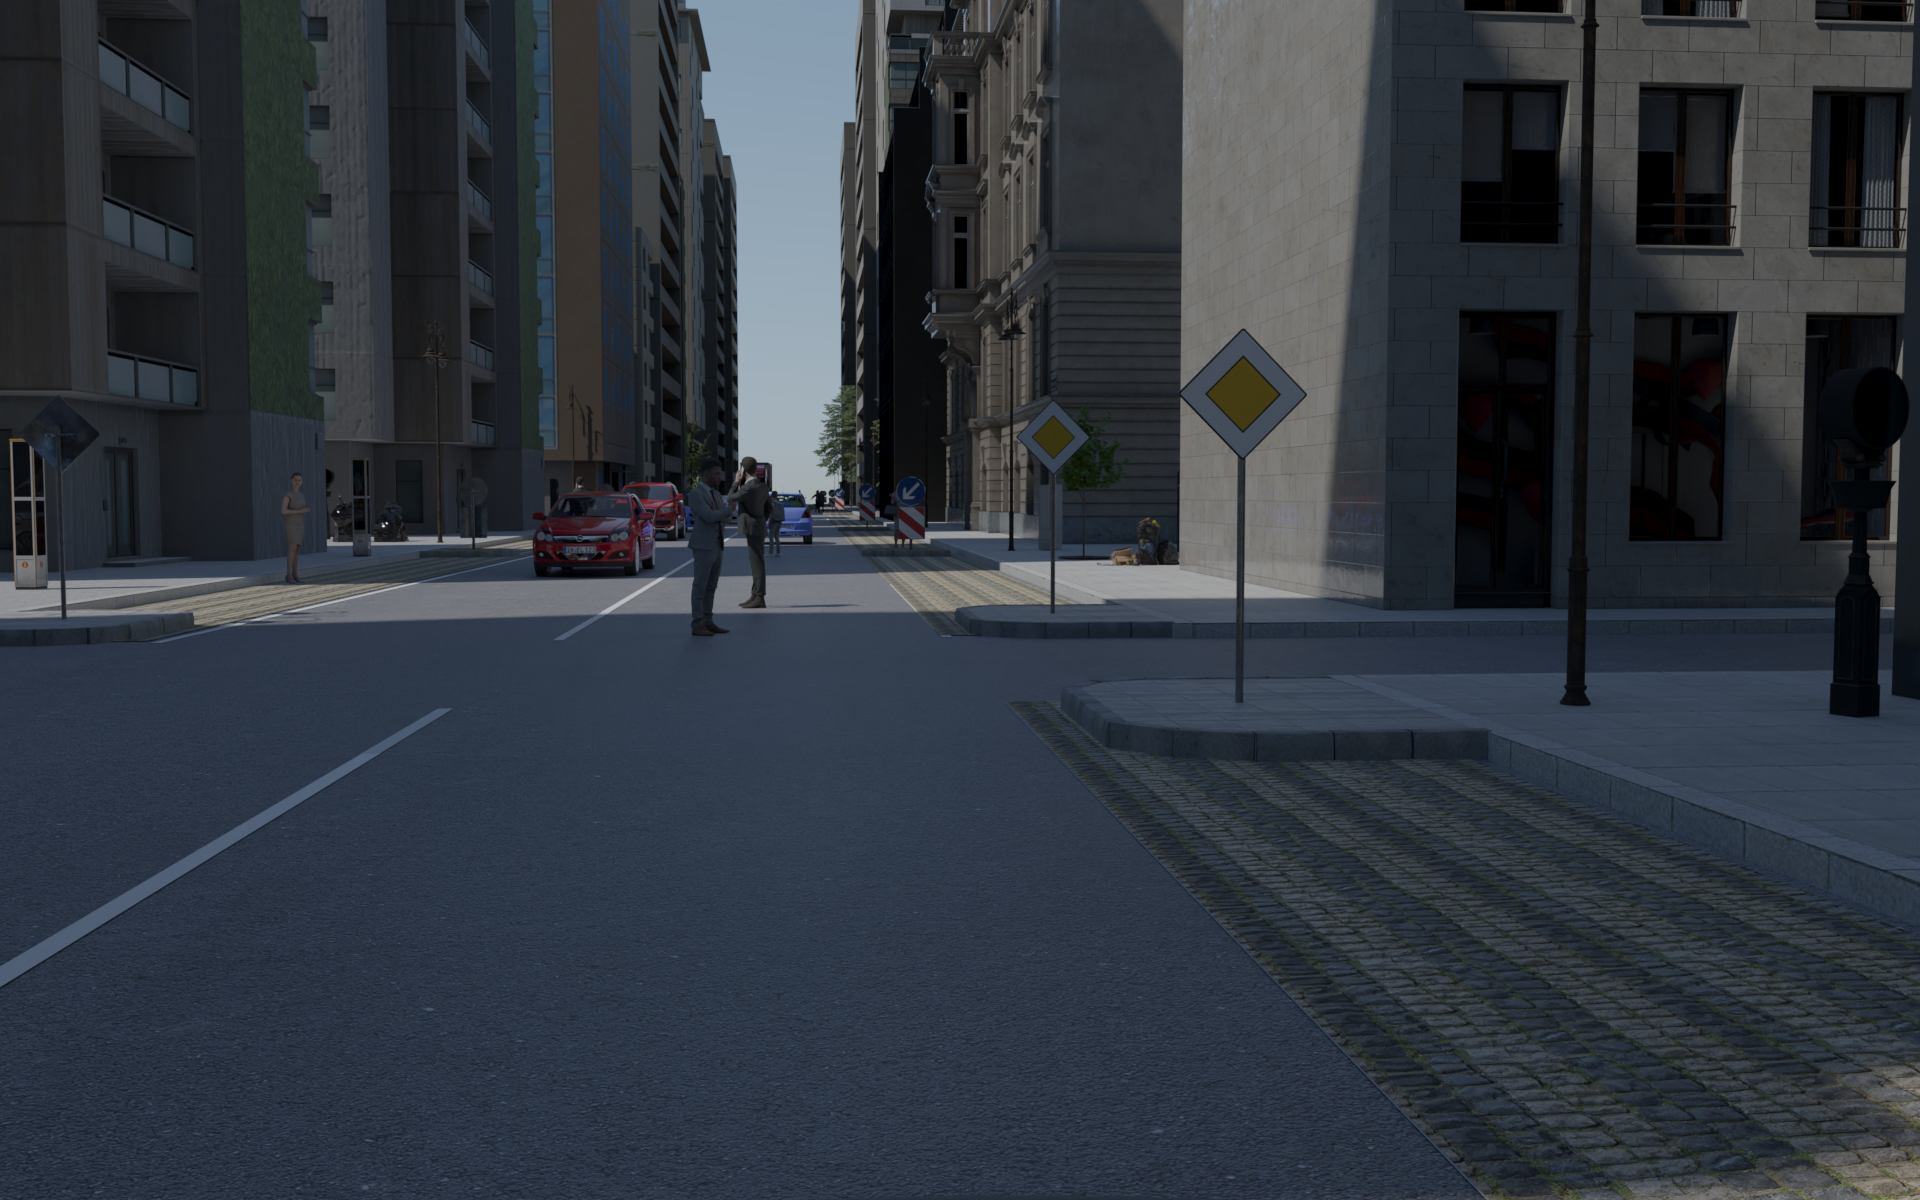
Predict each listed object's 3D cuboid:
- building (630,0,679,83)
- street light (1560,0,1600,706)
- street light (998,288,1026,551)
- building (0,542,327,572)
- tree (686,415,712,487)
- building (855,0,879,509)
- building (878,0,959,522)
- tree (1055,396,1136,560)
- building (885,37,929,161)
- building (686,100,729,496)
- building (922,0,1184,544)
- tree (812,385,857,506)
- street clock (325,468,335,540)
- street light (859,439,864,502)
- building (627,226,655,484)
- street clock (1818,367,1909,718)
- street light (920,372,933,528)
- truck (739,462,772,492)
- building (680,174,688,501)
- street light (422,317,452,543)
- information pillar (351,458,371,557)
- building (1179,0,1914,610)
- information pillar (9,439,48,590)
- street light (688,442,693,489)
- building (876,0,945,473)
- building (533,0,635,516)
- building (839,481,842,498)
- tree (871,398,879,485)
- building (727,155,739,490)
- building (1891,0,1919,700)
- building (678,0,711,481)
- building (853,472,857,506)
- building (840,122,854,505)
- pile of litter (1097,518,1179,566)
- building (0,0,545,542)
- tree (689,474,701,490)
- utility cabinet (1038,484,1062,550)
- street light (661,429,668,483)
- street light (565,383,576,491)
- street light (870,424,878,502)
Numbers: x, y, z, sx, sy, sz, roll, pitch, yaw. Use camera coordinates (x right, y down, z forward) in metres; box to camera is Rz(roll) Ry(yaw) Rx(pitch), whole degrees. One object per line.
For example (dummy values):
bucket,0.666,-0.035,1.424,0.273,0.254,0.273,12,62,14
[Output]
building,-32.522,-30.970,130.068,21.300,48.544,21.600,0,4,-5
street light,3.752,-2.299,10.383,0.468,5.910,1.993,0,4,-5
street light,1.159,-4.047,38.951,0.468,5.910,1.993,0,4,-5
building,-20.383,-21.166,29.661,14.154,41.232,14.086,0,4,-5
tree,-25.411,-12.978,162.548,4.737,8.622,4.395,0,3,0
building,1.430,-32.740,159.004,21.300,48.544,21.600,0,4,-5
building,2.444,-15.694,86.282,12.332,23.373,15.834,0,4,-5
tree,2.355,-2.410,34.008,1.663,3.219,1.824,0,3,0
building,2.018,-20.945,114.159,14.160,30.474,14.107,0,4,-5
building,-40.163,-36.032,212.830,21.300,48.544,21.600,0,4,-5
building,6.019,-14.783,60.786,14.460,24.649,34.723,0,4,-5
tree,-11.555,-16.067,180.828,7.486,12.596,7.792,0,3,0
street clock,-17.875,-2.706,48.806,0.471,2.002,0.358,0,4,-7
street light,-8.129,-10.359,142.151,0.468,5.910,1.993,0,4,-5
building,-33.855,-15.928,105.466,27.650,21.520,28.899,0,4,-5
street clock,5.186,-0.331,9.983,0.471,2.002,0.358,-2,4,-24
street light,-1.281,-5.698,65.949,0.468,5.910,1.993,0,4,-5
truck,-18.258,-10.144,154.768,2.839,4.237,11.283,0,4,-3
building,-31.108,-23.080,149.060,14.160,30.474,14.107,0,4,-5
street light,-13.702,-4.446,45.479,0.468,5.910,1.993,0,4,-5
information pillar,-12.297,-1.900,35.563,0.304,2.012,0.304,0,4,-5
building,12.574,-10.376,24.398,16.860,20.320,10.420,0,4,-5
information pillar,-12.496,-1.147,23.252,0.304,2.012,0.304,0,3,0
street light,-23.095,-10.766,148.806,0.468,5.910,1.993,0,4,-5
building,7.431,-33.369,134.817,28.713,52.752,27.495,0,4,-5
building,-22.554,-26.181,78.169,14.600,45.320,14.200,0,4,-5
building,-0.657,-33.561,240.602,32.217,40.220,23.993,0,4,-5
tree,-3.504,-9.324,102.815,4.737,8.622,4.395,0,3,0
building,-41.223,-37.362,234.572,21.300,48.544,21.600,0,4,-5
building,17.504,-23.021,0.102,21.300,48.544,21.600,0,4,-5
building,-41.827,-36.587,187.430,28.713,52.752,27.495,0,4,-5
building,-1.819,-46.272,194.795,20.563,71.187,20.611,0,4,-5
building,-3.999,-36.254,216.455,21.300,48.544,21.600,0,4,-5
pile of litter,3.260,-1.069,31.441,1.719,0.858,1.176,-1,4,-9
building,-21.909,-22.787,56.159,14.154,41.232,14.086,0,4,-5
tree,-25.498,-10.649,168.714,1.663,3.219,1.824,0,3,0
utility cabinet,2.072,-1.904,39.812,0.318,1.500,1.173,1,4,16
street light,-20.627,-9.058,120.878,0.468,5.910,1.993,0,4,-5
street light,-16.202,-6.103,72.579,0.468,5.910,1.993,0,4,-5
street light,-5.732,-8.694,114.927,0.468,5.910,1.993,0,4,-5
